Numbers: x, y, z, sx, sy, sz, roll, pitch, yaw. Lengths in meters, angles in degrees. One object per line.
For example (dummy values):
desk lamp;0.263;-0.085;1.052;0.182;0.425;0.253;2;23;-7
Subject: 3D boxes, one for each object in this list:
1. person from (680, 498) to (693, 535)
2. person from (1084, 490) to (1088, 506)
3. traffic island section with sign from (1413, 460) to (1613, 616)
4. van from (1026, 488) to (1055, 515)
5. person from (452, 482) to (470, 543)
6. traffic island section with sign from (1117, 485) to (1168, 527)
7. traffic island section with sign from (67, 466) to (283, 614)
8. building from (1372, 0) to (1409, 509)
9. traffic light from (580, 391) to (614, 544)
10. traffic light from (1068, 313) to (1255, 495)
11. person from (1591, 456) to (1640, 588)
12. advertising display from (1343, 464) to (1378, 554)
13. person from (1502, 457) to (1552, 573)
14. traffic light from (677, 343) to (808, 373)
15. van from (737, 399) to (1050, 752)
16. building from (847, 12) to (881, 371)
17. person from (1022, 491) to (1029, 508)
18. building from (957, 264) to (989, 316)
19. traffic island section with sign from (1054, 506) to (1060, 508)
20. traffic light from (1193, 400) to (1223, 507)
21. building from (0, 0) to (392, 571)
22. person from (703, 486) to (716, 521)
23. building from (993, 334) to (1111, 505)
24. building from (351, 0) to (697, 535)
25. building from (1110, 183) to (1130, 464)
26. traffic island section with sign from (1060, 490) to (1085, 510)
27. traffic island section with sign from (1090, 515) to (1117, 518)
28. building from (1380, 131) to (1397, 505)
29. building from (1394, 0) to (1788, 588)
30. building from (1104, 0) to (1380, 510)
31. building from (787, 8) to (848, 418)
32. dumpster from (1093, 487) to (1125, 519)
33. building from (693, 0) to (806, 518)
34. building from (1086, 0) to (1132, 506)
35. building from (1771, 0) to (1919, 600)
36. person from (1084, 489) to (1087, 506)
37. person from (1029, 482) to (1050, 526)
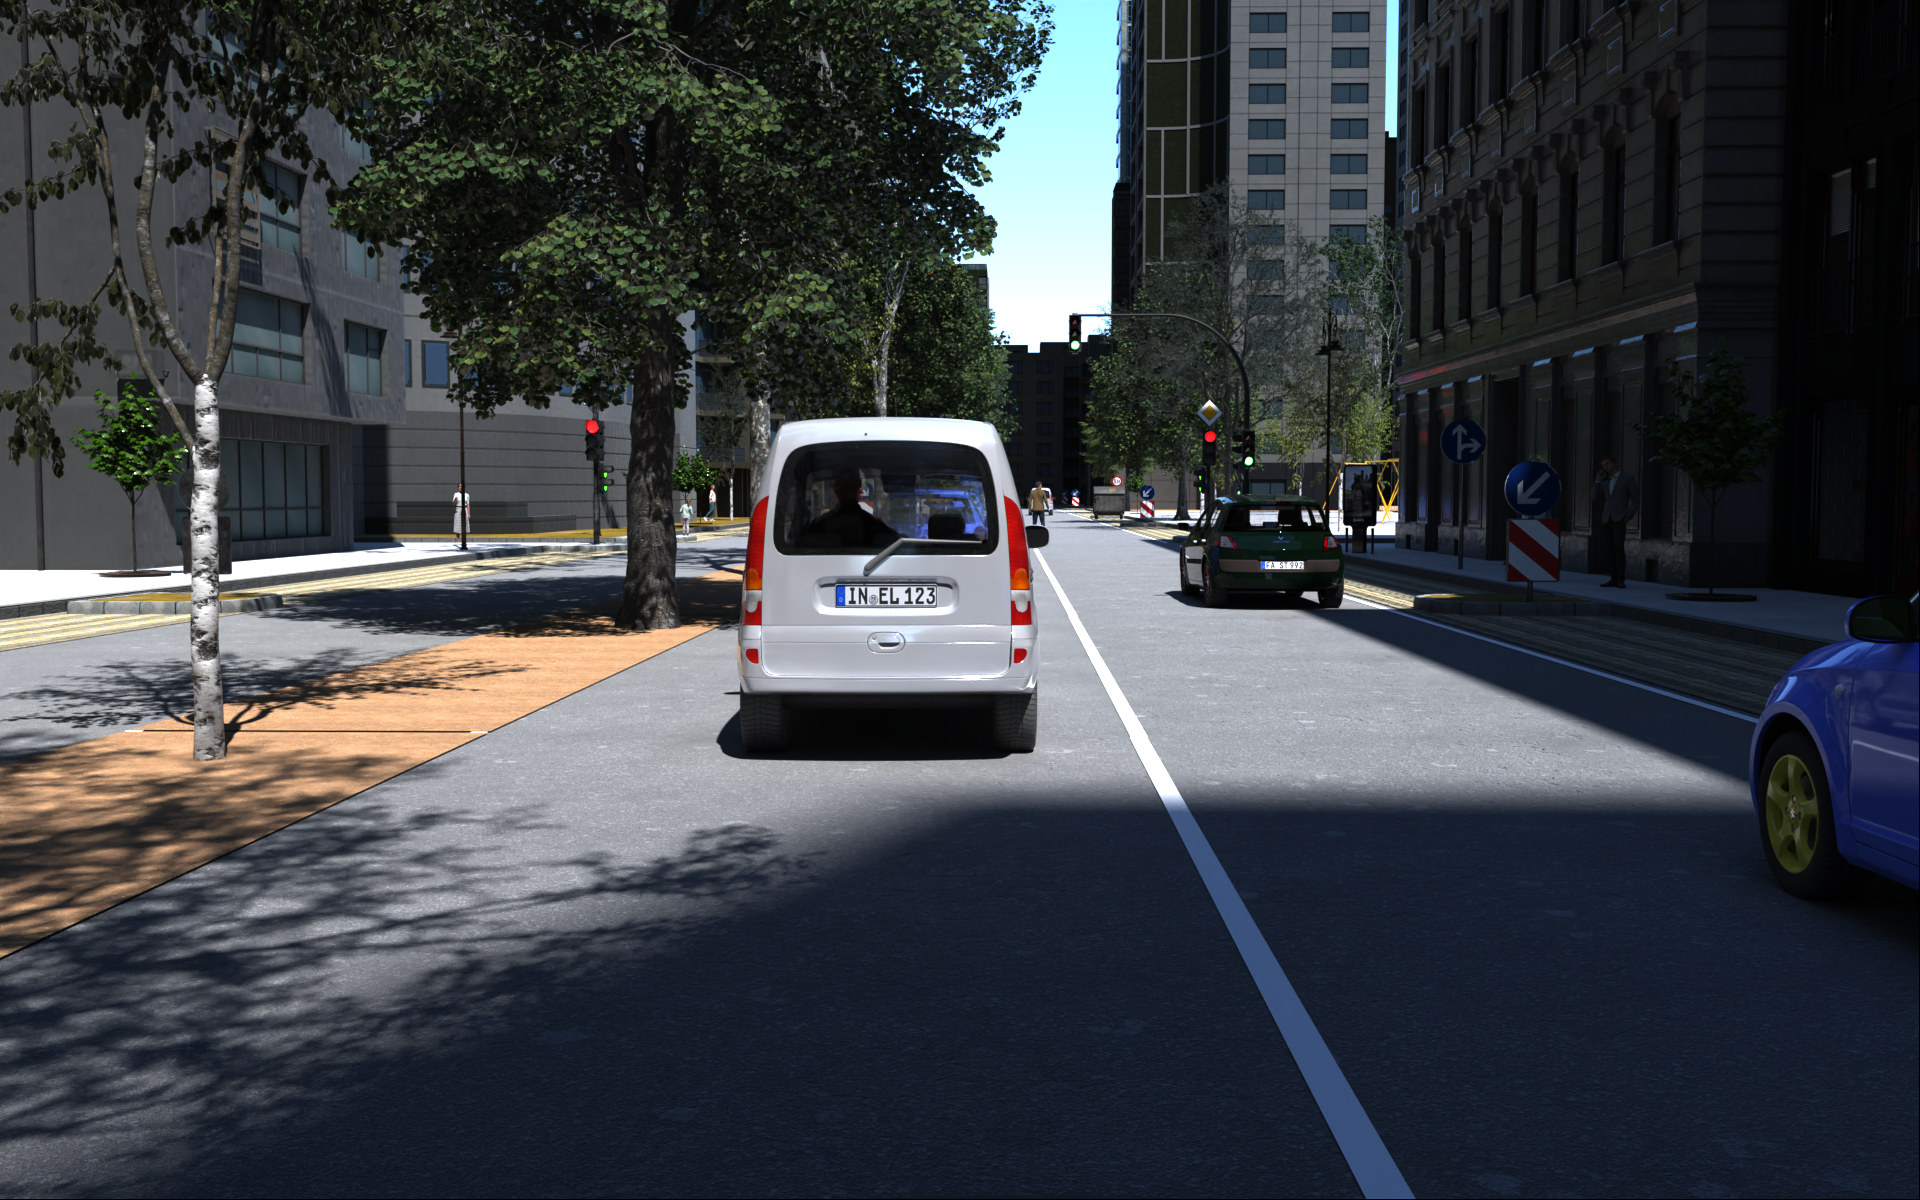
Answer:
person;-9.078;-2.730;57.416;0.425;1.301;0.394;-1;4;-16
person;13.081;-10.527;178.885;0.721;1.735;1.217;1;4;13
traffic island section with sign;6.655;-0.767;21.166;1.989;1.847;2.006;0;4;1
van;5.471;-6.759;117.521;2.013;2.044;4.112;0;4;2
person;-13.564;-2.329;47.152;0.480;1.755;0.524;-2;4;-31
traffic island section with sign;8.085;-4.143;76.365;1.989;1.847;2.006;0;4;1
traffic island section with sign;-9.566;-0.782;21.417;1.989;1.847;2.006;0;4;1
building;58.310;-45.925;189.127;20.611;71.187;20.563;0;4;1
traffic light;-9.261;-3.374;44.091;0.839;4.253;0.868;0;4;1
traffic light;5.102;-4.216;43.593;4.771;5.953;1.251;0;4;1
person;8.997;-1.075;23.803;0.473;1.802;0.592;-1;4;-19
advertising display;8.701;-1.986;37.689;0.123;1.923;0.974;-2;4;-27
person;8.632;-1.244;26.266;0.818;1.842;0.514;0;4;5
traffic light;-6.959;-4.733;52.054;4.771;5.953;1.251;0;4;1
van;-0.402;-0.244;11.004;2.013;2.044;4.112;0;4;0
building;-22.453;-36.598;187.614;27.495;52.752;28.713;0;4;1
person;6.846;-10.430;179.748;1.217;1.735;0.721;-3;4;-37
building;-3.347;-27.302;218.096;14.107;30.474;14.160;0;4;1
traffic island section with sign;10.813;-10.541;180.967;1.989;1.847;2.006;0;4;1
traffic light;7.404;-3.837;51.662;0.839;4.253;0.868;0;4;1
building;-19.738;-21.483;34.841;14.086;41.232;14.154;0;4;1
person;-11.758;-4.566;81.368;0.598;1.740;0.731;-1;4;-15
building;18.446;-23.239;224.992;28.899;21.520;27.650;0;4;1
building;-23.167;-32.022;65.566;21.231;58.520;28.212;0;4;1
building;21.110;-23.925;162.881;14.160;30.474;14.107;0;4;1
traffic island section with sign;10.119;-8.876;153.749;1.989;1.847;2.006;0;4;1
traffic island section with sign;8.792;-5.791;103.311;1.989;1.847;2.006;0;4;1
building;54.256;-34.661;216.816;14.200;45.320;14.600;0;4;1
building;14.855;-11.169;31.762;9.793;20.994;18.267;0;4;1
building;22.990;-43.181;144.257;20.563;71.187;20.611;0;4;1
building;-20.500;-31.436;137.685;21.300;48.544;21.600;0;4;1
dumpster;8.416;-5.491;97.986;1.865;1.857;1.264;0;4;0
building;-21.274;-27.652;106.731;22.147;44.769;28.867;0;4;1
building;25.446;-53.276;183.732;22.319;86.520;31.000;0;4;1
building;16.892;-11.311;14.613;12.332;23.373;15.834;0;4;1
person;13.645;-11.140;188.126;0.705;1.831;1.348;0;4;-6
person;2.601;-2.949;56.633;0.656;1.842;0.836;-2;4;-24
